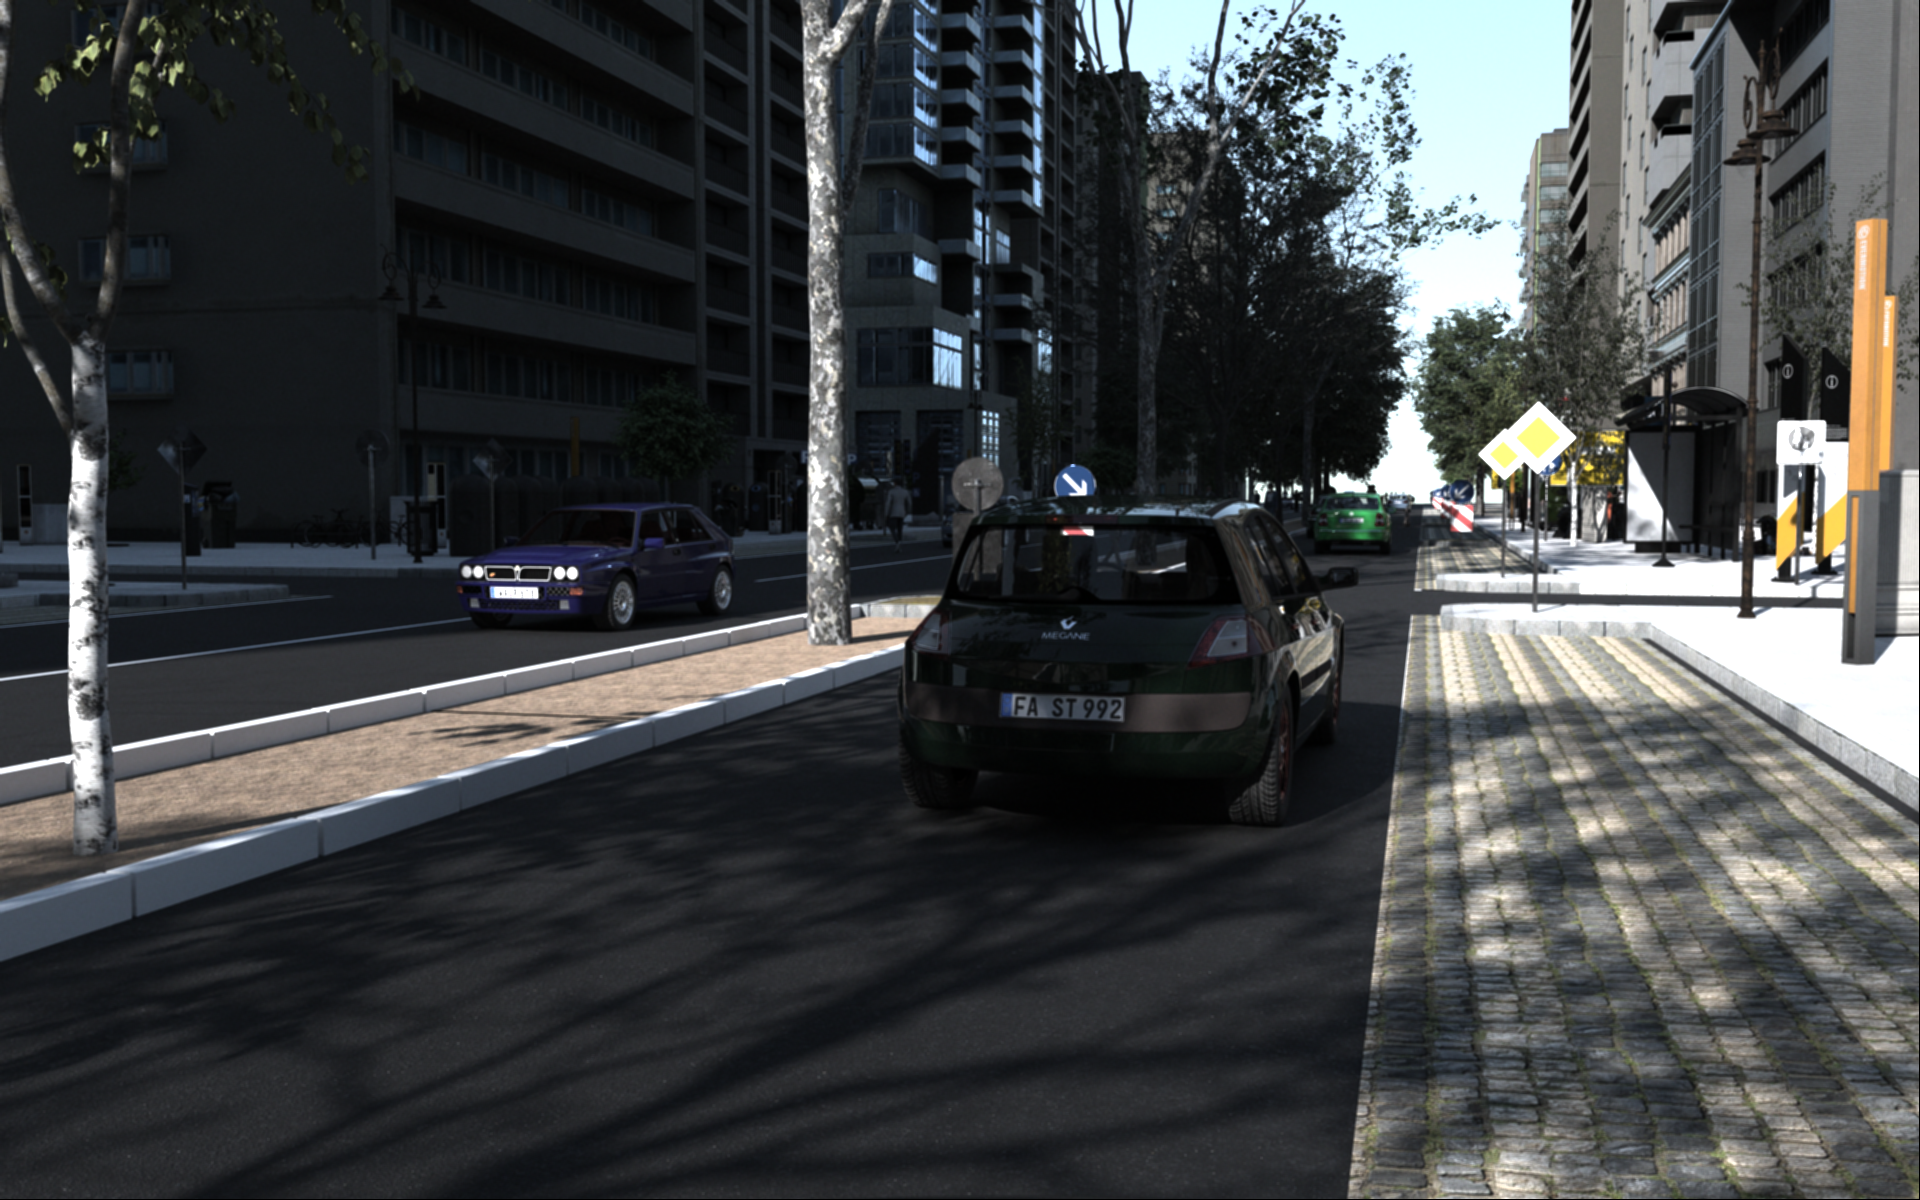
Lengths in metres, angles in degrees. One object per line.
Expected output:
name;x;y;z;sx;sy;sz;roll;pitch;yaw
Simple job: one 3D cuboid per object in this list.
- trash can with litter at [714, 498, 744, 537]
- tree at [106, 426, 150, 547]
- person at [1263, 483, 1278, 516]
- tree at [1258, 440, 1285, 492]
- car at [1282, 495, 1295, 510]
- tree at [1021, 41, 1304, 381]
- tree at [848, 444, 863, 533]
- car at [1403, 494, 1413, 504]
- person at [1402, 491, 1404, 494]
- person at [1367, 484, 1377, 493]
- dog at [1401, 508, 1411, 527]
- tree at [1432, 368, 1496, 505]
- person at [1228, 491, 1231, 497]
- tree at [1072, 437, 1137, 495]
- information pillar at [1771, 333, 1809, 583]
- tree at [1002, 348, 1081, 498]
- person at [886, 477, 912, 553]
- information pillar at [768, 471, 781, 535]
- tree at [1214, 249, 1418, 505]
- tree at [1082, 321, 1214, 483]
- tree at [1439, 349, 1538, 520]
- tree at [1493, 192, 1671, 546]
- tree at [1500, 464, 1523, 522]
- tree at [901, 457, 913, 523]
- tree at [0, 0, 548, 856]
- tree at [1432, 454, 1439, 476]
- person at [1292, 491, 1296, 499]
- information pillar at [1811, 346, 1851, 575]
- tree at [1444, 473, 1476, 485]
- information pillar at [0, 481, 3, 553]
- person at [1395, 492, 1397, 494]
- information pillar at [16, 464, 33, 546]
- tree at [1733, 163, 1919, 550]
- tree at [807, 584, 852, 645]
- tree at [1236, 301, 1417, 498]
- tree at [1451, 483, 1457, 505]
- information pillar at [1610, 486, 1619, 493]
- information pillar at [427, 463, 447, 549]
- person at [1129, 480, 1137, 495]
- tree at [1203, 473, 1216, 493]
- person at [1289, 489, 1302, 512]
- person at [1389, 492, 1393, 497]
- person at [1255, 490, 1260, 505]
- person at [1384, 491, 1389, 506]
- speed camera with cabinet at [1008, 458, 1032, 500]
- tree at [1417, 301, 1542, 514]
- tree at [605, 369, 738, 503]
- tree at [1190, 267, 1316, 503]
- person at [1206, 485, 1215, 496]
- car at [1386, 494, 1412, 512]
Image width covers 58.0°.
trash can with litter;-6.868;-2.467;51.724;0.624;1.170;1.055;1;4;14
tree;-20.982;-2.917;42.292;1.663;3.219;1.824;0;3;0
person;11.017;-3.224;61.239;0.654;1.822;0.581;-3;5;-41
tree;37.946;-16.036;212.550;4.737;8.622;4.395;0;3;0
car;30.167;-9.060;160.711;1.945;1.354;3.894;1;4;14
tree;6.983;-8.161;46.255;12.009;13.543;11.850;0;3;0
tree;-3.977;-3.788;56.534;1.663;3.219;1.824;0;3;0
car;41.098;-9.221;160.983;2.015;1.641;3.980;1;4;14
person;65.127;-15.033;254.305;1.348;1.823;0.705;-1;4;-16
person;16.991;-3.859;71.565;0.573;1.828;0.580;-2;4;-32
dog;19.591;-3.636;76.291;0.800;0.831;0.513;-3;4;-36
tree;45.886;-14.452;154.422;7.486;12.596;7.792;0;3;0
person;23.046;-8.512;148.476;0.445;1.727;0.742;0;4;-4
tree;8.145;-7.140;100.450;4.285;4.588;4.351;0;3;0
information pillar;12.037;-2.062;25.064;0.183;3.616;0.504;-1;4;-12
tree;3.965;-8.402;87.738;4.737;8.622;4.395;0;3;0
person;-1.497;-2.097;42.627;0.661;1.843;0.795;-1;4;-23
information pillar;-5.836;-3.064;54.594;0.304;2.012;0.304;2;4;24
tree;17.820;-10.802;85.721;9.857;13.997;8.962;0;3;0
tree;13.061;-13.065;120.266;9.857;13.997;8.962;0;3;0
tree;27.197;-8.349;86.875;4.737;8.622;4.395;0;3;0
tree;15.027;-5.611;42.096;4.360;8.622;3.978;0;3;0
tree;25.740;-5.254;80.509;1.663;3.219;1.824;0;3;0
tree;-1.769;-4.995;76.265;1.663;3.219;1.824;0;3;0
tree;-3.415;-3.305;6.864;4.737;8.622;4.395;0;3;0
tree;42.479;-11.812;143.493;4.737;8.622;4.395;0;3;0
person;41.131;-12.482;212.577;1.348;1.824;0.705;3;4;37
information pillar;13.888;-2.215;27.573;0.504;3.616;0.183;-1;4;-11
tree;47.559;-11.072;164.733;4.285;4.588;4.351;0;3;0
information pillar;-20.975;-2.021;37.538;0.304;2.012;0.304;-3;5;-39
person;55.614;-12.977;221.386;1.217;1.736;0.721;-3;5;-40
information pillar;-23.304;-2.365;43.164;0.304;2.012;0.304;-2;4;-31
tree;19.863;-5.448;39.439;4.360;8.622;3.978;0;3;0
tree;-0.288;-9.565;14.742;12.611;20.169;13.585;0;3;0
tree;20.371;-10.799;96.021;9.611;12.733;9.660;0;3;0
tree;59.563;-13.127;209.228;1.663;3.219;1.824;0;3;0
information pillar;31.658;-4.854;83.849;0.304;2.012;0.304;-1;4;-13
information pillar;-12.350;-2.226;40.892;0.304;2.012;0.304;2;4;32
person;4.460;-2.108;43.314;0.624;1.780;0.694;-3;4;-38
tree;22.853;-9.928;156.917;1.663;3.219;1.824;0;3;0
person;26.839;-7.922;138.168;1.348;1.807;0.705;-2;4;-34
person;46.939;-10.941;188.321;0.436;1.711;0.756;0;4;7
person;19.112;-6.253;111.648;0.530;1.710;0.541;-2;4;-30
person;51.296;-12.211;208.674;0.721;1.766;1.217;-3;5;-40
speed camera with cabinet;3.541;-6.250;96.527;0.660;3.252;2.038;3;5;42
tree;34.240;-12.650;113.487;9.857;13.997;8.962;0;3;0
tree;-7.572;-3.749;45.016;4.285;4.588;4.351;0;3;0
tree;9.223;-6.211;54.366;4.360;8.622;3.978;0;3;0
person;9.735;-3.609;67.906;0.834;1.777;0.661;-2;4;-31
car;34.540;-7.603;136.316;2.014;1.417;4.499;1;4;17
